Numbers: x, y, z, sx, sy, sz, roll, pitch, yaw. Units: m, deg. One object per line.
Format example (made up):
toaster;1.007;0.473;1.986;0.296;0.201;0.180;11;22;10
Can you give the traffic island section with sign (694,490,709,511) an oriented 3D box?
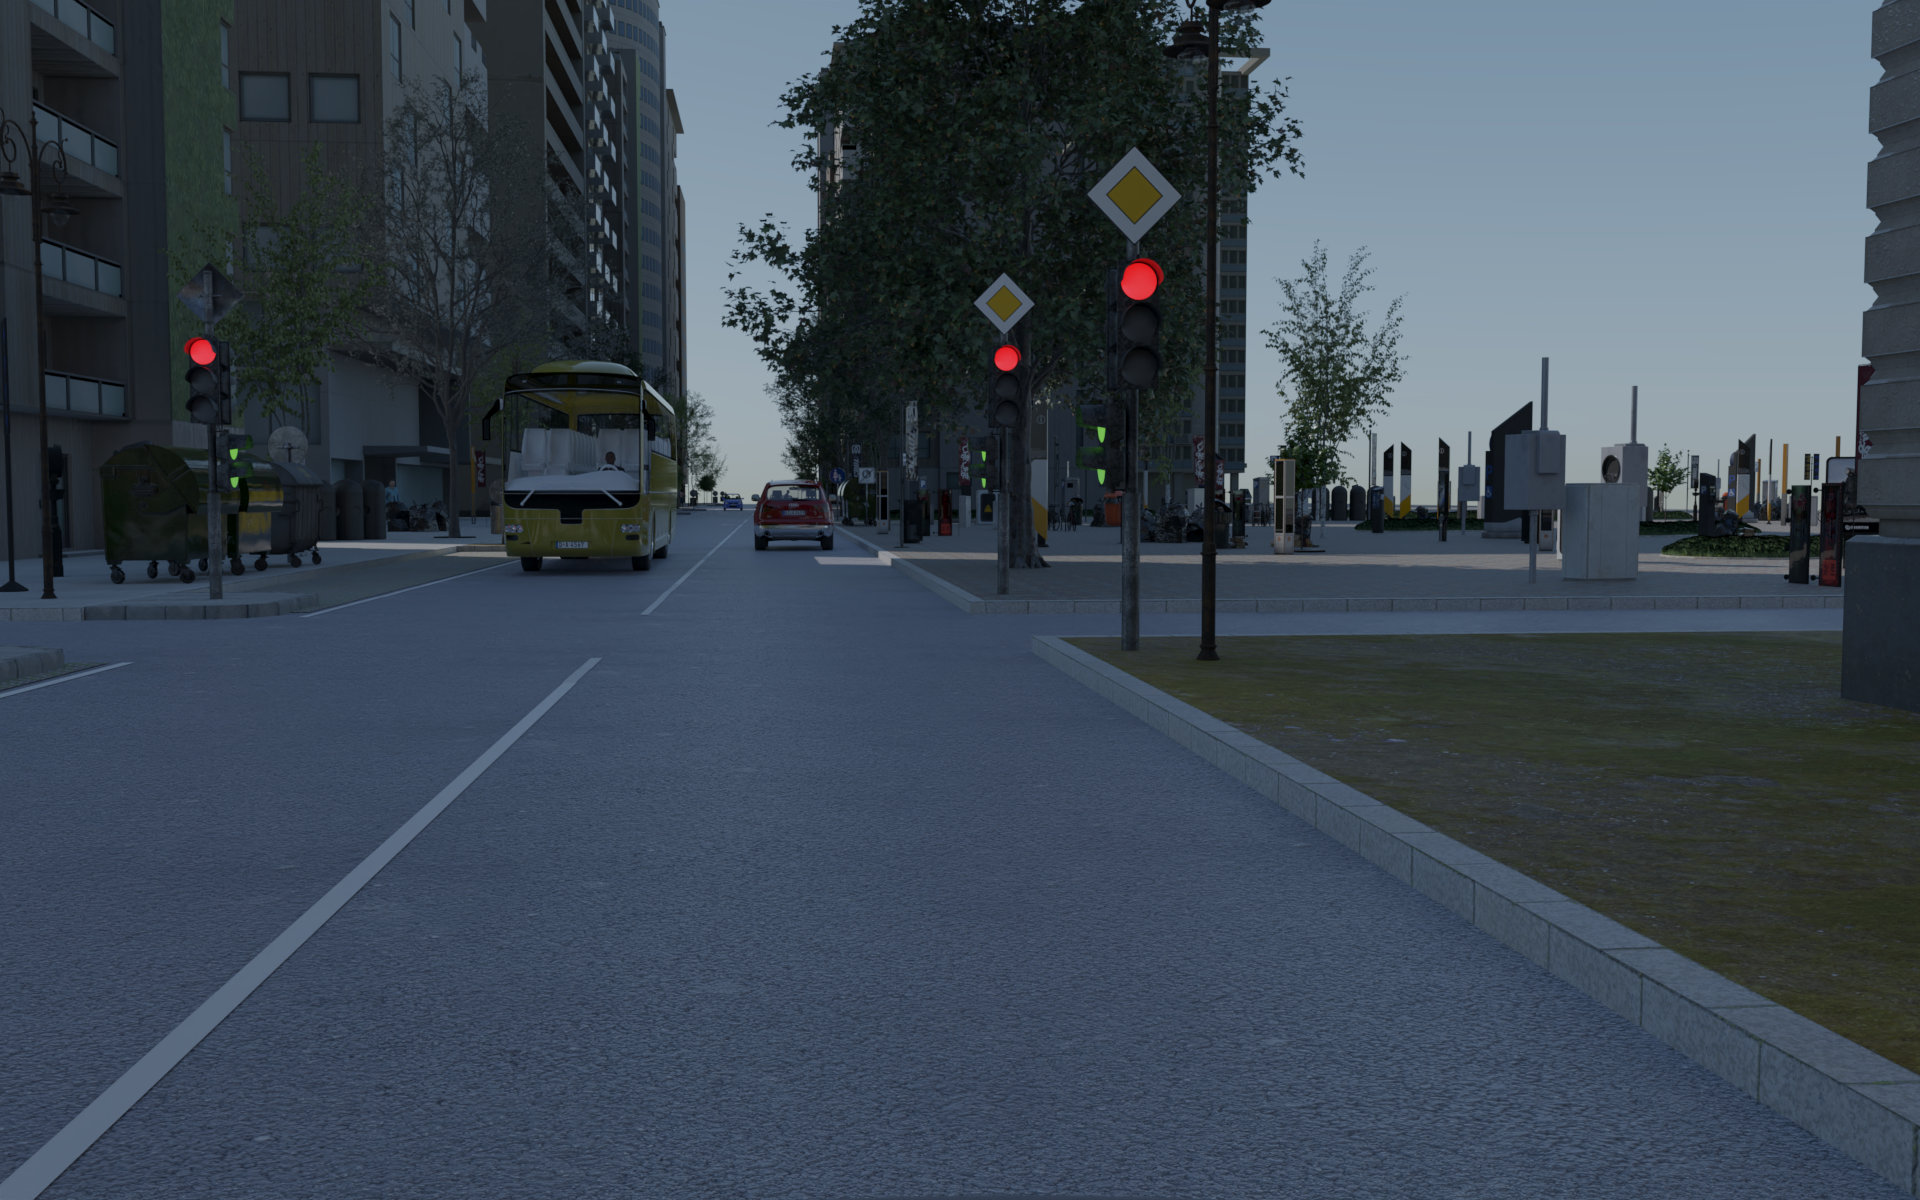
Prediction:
traffic island section with sign;-22.620;-8.492;147.473;1.989;1.847;2.006;0;4;-6

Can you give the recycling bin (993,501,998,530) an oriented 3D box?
recycling bin;1.613;-3.076;62.849;0.722;1.027;0.722;-1;4;-11

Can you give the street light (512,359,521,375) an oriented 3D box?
street light;-15.136;-5.292;59.319;0.468;5.910;1.993;0;4;-6

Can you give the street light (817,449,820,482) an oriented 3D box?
street light;-10.927;-9.869;134.146;0.468;5.910;1.993;0;4;-6

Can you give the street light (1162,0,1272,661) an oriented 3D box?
street light;1.922;-2.474;13.232;0.468;5.910;1.993;0;4;-6

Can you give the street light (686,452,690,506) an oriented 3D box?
street light;-28.217;-12.670;179.949;0.468;5.910;1.993;0;4;-6

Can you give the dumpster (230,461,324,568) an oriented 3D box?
dumpster;-12.118;-1.524;30.668;1.264;1.857;1.865;0;4;-6

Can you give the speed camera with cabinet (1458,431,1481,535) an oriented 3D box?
speed camera with cabinet;16.746;-3.681;54.521;2.038;3.252;0.660;1;4;18

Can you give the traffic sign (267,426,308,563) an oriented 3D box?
traffic sign;-12.504;-1.964;32.224;0.768;2.556;0.104;0;4;2

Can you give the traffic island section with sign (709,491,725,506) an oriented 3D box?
traffic island section with sign;-28.402;-11.802;201.589;1.989;1.847;2.006;0;4;-6

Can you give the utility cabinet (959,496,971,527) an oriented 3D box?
utility cabinet;0.192;-3.426;67.183;0.306;1.237;1.020;1;4;11

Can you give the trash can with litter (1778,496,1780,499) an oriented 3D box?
trash can with litter;47.311;-5.514;101.205;2.233;1.210;1.678;-1;4;-22

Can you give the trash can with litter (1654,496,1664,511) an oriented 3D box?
trash can with litter;38.838;-5.277;97.339;2.233;1.210;1.678;1;4;13

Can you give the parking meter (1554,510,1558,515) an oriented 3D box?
parking meter;30.338;-5.016;87.723;0.399;1.863;0.255;2;4;35

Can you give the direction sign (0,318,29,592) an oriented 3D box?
direction sign;-12.483;-1.878;22.707;0.379;3.537;0.876;-2;4;-32

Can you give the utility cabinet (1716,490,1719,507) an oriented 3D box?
utility cabinet;41.982;-5.357;96.261;0.318;1.500;1.173;1;4;20

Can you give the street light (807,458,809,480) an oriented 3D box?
street light;-15.072;-12.177;171.885;0.468;5.910;1.993;0;4;-6

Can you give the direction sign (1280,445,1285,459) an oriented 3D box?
direction sign;15.186;-5.398;80.259;0.876;3.537;0.379;-2;4;-25

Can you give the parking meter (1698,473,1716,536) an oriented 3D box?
parking meter;20.251;-2.521;46.938;0.255;1.863;0.399;-1;4;-22

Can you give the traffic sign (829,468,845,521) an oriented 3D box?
traffic sign;-5.901;-5.095;83.414;0.768;2.556;0.104;0;4;-5

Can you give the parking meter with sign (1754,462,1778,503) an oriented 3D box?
parking meter with sign;43.336;-5.896;92.656;0.543;3.016;1.738;-3;5;-41

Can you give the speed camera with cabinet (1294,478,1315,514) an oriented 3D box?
speed camera with cabinet;19.421;-6.323;97.714;0.660;3.252;2.038;-1;4;-8

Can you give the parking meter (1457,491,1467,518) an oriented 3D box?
parking meter;19.411;-3.580;66.943;0.372;1.533;0.369;0;3;0

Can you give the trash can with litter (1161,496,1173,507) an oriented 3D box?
trash can with litter;8.831;-4.020;76.792;2.233;1.210;1.678;1;4;20

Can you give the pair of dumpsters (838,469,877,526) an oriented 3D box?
pair of dumpsters;-4.107;-4.163;70.562;1.574;2.255;4.437;0;4;-6

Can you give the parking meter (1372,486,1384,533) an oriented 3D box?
parking meter;13.764;-2.971;56.993;0.372;1.533;0.369;0;3;0

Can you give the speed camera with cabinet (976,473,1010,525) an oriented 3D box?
speed camera with cabinet;1.721;-4.797;72.759;2.038;3.252;0.660;0;4;-4

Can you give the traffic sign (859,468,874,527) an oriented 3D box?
traffic sign;-3.645;-4.002;67.558;0.606;2.300;0.079;0;4;-3

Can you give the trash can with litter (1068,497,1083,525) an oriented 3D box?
trash can with litter;4.780;-3.678;71.515;0.624;1.170;1.055;0;4;6

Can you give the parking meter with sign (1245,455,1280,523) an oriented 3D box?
parking meter with sign;13.469;-4.972;77.561;1.738;3.016;0.543;-2;4;-33

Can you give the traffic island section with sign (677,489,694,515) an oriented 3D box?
traffic island section with sign;-19.691;-6.815;120.056;1.989;1.847;2.006;0;4;-6

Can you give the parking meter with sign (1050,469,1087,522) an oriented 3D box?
parking meter with sign;4.985;-5.058;78.967;1.738;3.016;0.543;-1;4;-19

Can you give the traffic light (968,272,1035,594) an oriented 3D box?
traffic light;0.536;-2.028;22.083;0.839;4.253;0.868;0;4;-6

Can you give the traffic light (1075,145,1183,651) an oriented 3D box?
traffic light;1.384;-1.543;14.142;0.839;4.253;0.868;0;4;-6

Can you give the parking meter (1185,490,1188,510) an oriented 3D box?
parking meter;12.299;-5.180;93.102;0.372;1.533;0.369;0;3;0

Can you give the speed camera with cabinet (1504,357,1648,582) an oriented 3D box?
speed camera with cabinet;9.037;-1.909;25.542;2.038;3.252;0.660;-1;4;-21

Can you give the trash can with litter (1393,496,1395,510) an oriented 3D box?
trash can with litter;24.797;-5.321;98.062;2.233;1.210;1.678;-3;4;-36

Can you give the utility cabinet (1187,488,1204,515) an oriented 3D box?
utility cabinet;9.384;-3.679;68.834;0.318;1.500;1.173;2;4;29

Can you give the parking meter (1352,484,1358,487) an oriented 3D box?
parking meter;22.619;-5.725;99.318;0.399;1.863;0.255;1;4;16

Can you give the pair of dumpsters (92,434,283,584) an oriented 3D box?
pair of dumpsters;-11.791;-1.476;26.628;1.574;2.255;4.437;0;4;-6

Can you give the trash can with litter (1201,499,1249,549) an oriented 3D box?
trash can with litter;6.250;-1.799;40.795;1.055;1.170;0.624;-2;4;-34

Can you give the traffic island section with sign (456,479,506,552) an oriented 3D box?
traffic island section with sign;-11.522;-2.140;43.624;1.989;1.847;2.006;0;4;-6

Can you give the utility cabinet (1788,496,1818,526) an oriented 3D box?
utility cabinet;33.745;-3.556;69.302;1.020;1.237;0.306;2;4;33

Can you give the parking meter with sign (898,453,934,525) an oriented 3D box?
parking meter with sign;-1.801;-4.695;73.030;1.738;3.016;0.543;3;5;45

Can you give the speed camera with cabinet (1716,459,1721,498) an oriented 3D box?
speed camera with cabinet;42.820;-6.364;98.383;0.660;3.252;2.038;1;4;21

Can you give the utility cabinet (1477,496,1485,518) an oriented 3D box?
utility cabinet;22.517;-3.830;73.784;1.020;1.237;0.306;-2;4;-25

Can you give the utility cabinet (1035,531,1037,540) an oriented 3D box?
utility cabinet;1.800;-2.261;48.121;0.306;1.237;1.020;3;5;43

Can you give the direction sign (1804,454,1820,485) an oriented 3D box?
direction sign;47.574;-6.409;96.791;0.876;3.537;0.379;0;4;-7

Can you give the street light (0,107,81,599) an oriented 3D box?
street light;-11.175;-2.953;21.065;0.468;5.910;1.993;0;4;-6

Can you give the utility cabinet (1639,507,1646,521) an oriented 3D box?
utility cabinet;23.115;-2.973;59.778;0.306;1.237;1.020;-3;5;-42

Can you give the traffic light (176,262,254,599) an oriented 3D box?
traffic light;-9.069;-1.965;21.044;0.839;4.253;0.868;0;4;-6
